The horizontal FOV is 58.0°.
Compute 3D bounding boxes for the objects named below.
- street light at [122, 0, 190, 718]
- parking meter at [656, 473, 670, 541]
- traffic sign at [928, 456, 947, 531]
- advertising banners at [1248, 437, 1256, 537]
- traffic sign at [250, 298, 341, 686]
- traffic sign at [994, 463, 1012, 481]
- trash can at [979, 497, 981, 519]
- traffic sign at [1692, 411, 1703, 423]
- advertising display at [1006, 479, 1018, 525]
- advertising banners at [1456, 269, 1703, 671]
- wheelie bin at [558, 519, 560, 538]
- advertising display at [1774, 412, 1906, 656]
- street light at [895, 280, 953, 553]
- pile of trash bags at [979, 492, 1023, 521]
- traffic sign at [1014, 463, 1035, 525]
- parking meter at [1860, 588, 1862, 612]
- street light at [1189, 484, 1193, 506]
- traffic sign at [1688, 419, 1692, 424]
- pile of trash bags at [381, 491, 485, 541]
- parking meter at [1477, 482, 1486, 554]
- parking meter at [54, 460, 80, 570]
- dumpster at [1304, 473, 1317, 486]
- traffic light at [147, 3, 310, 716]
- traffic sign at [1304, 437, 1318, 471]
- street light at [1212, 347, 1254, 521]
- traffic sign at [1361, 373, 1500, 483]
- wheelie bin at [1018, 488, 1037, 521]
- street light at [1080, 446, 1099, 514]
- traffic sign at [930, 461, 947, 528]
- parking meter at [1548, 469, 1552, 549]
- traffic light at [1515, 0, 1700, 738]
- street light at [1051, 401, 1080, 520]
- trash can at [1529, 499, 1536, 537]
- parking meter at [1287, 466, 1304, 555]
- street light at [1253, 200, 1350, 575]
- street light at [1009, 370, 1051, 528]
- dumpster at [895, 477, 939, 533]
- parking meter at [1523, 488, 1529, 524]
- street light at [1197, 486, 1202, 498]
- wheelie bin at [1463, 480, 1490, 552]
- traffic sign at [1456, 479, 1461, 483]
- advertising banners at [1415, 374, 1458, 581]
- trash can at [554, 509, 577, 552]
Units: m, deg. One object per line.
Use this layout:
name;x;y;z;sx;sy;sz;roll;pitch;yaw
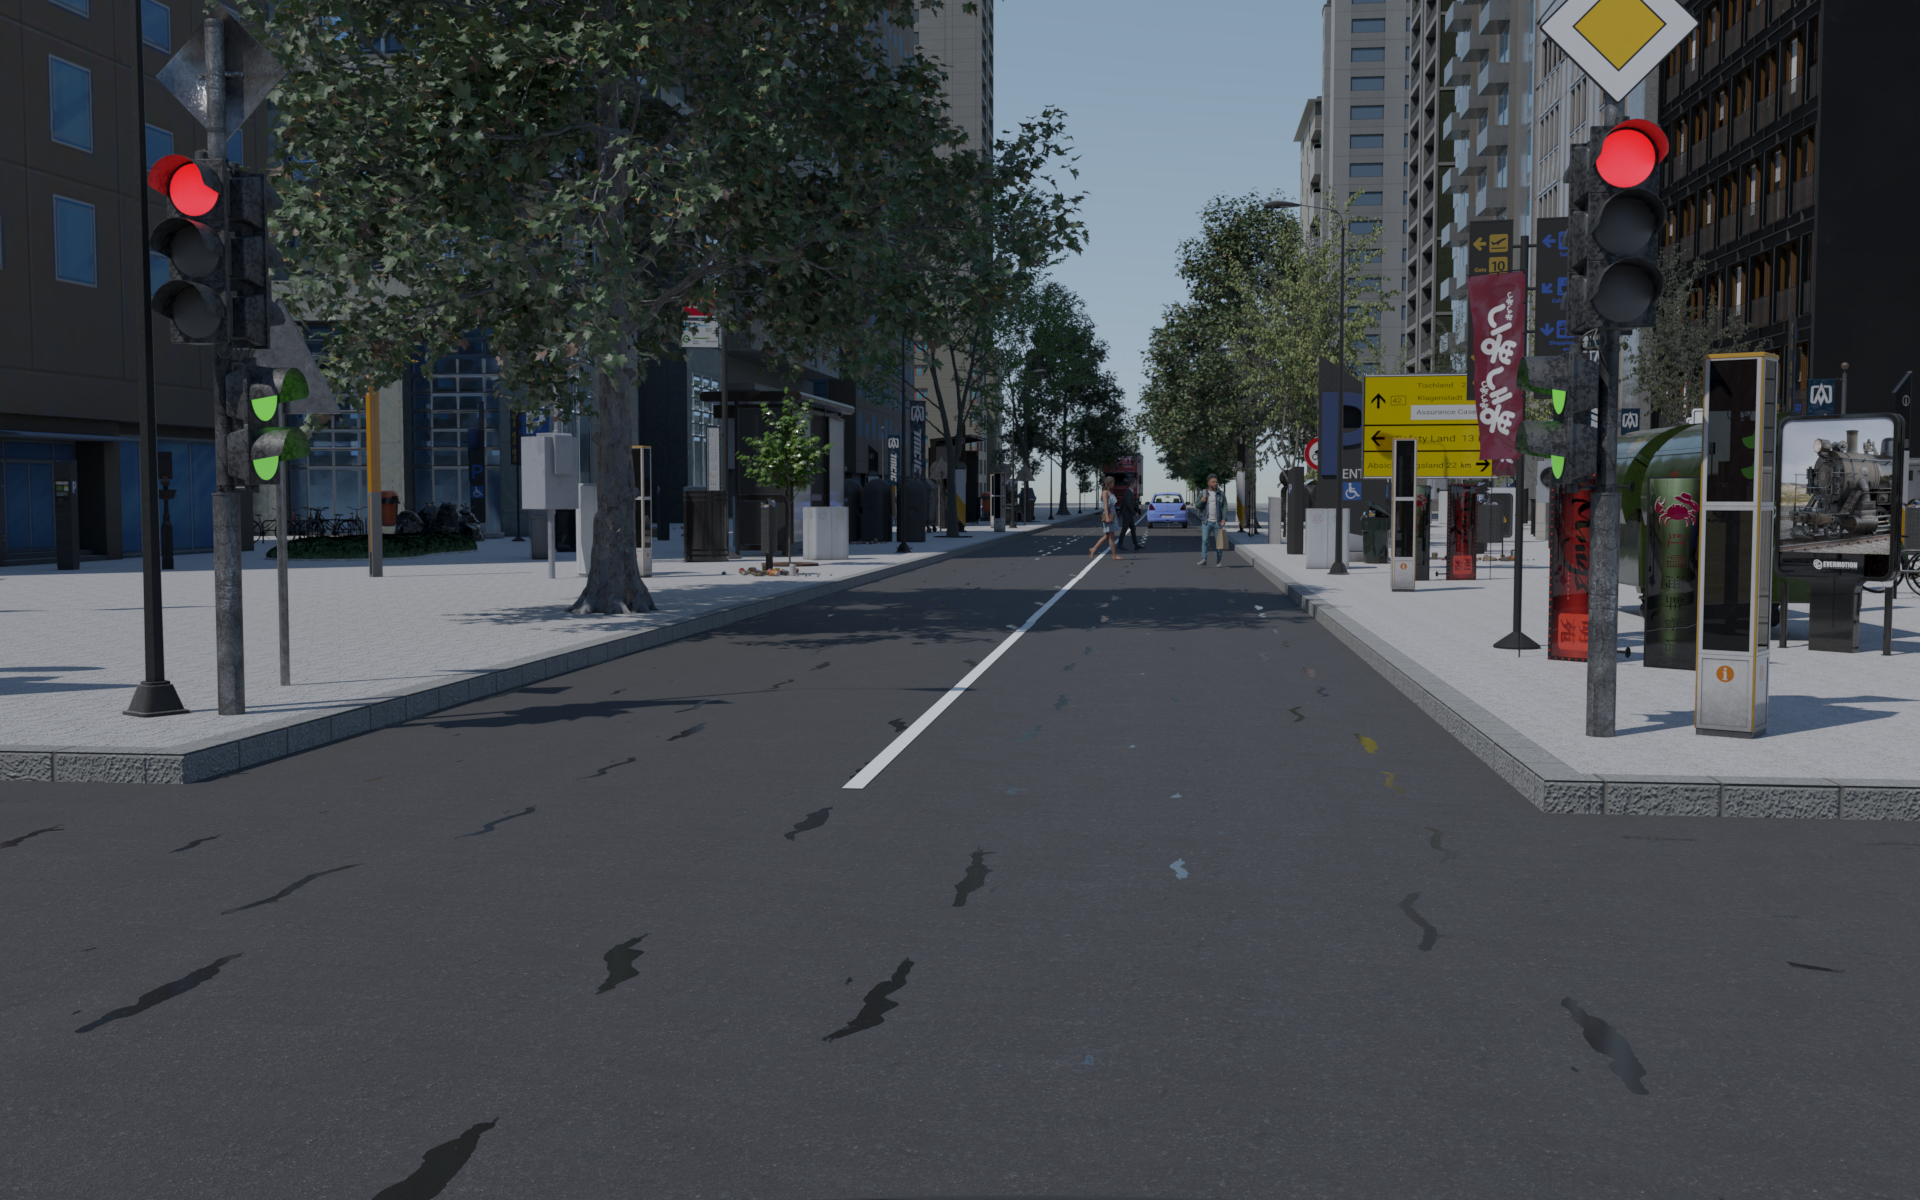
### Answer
street light;-4.154;-2.282;9.854;1.470;5.913;1.316;0;4;7
parking meter;-8.215;-2.581;47.908;0.255;1.863;0.399;-2;4;-29
traffic sign;-0.663;-3.633;59.409;0.884;2.594;0.081;1;4;12
advertising banners;8.911;-3.456;52.696;0.090;3.025;2.074;1;4;15
traffic sign;-4.519;-0.705;11.526;0.884;2.594;0.081;1;4;15
traffic sign;1.758;-4.351;71.247;0.768;2.556;0.104;1;4;11
trash can;0.719;-4.486;85.007;0.748;1.137;0.748;0;3;0
traffic sign;9.083;-1.141;20.793;0.606;2.300;0.079;1;4;15
advertising display;1.937;-4.108;72.385;0.974;1.923;0.123;-1;4;-14
advertising banners;4.743;-1.036;13.132;0.090;3.025;2.074;-3;5;-42
wheelie bin;-10.878;-2.315;45.763;0.980;1.594;0.693;0;4;6
advertising display;7.113;-0.540;14.049;0.123;1.923;0.974;-3;4;-36
street light;-0.696;-3.981;37.630;1.470;5.913;1.316;0;4;7
pile of trash bags;1.767;-4.396;81.627;1.912;1.369;3.447;1;4;21
traffic sign;2.676;-4.375;71.543;0.884;2.594;0.081;1;4;8
parking meter;9.616;-0.802;18.826;0.399;1.863;0.255;-2;4;-29
street light;14.659;-8.047;104.103;1.470;5.913;1.316;0;4;7
traffic sign;10.030;-1.290;23.218;0.606;2.300;0.079;1;4;14
pile of trash bags;-14.197;-2.200;45.730;1.912;1.369;3.447;1;4;18
parking meter;11.052;-1.754;37.095;0.372;1.533;0.369;0;3;0
parking meter;-15.082;-1.439;29.246;0.255;1.863;0.399;0;4;-8
dumpster;17.085;-4.915;82.855;1.502;2.255;1.985;0;4;7
traffic light;-4.228;-1.288;9.972;0.839;4.253;0.868;0;4;7
traffic sign;7.972;-2.330;38.208;0.768;2.556;0.104;1;4;13
street light;8.810;-5.040;54.948;1.470;5.913;1.316;0;4;7
traffic sign;7.929;-2.162;29.227;2.265;3.308;0.079;1;4;12
wheelie bin;3.207;-4.650;83.938;0.980;1.594;0.693;-1;4;-23
street light;8.450;-8.654;114.030;1.470;5.913;1.316;0;4;7
traffic sign;-0.777;-3.988;65.303;0.768;2.556;0.104;1;4;14
parking meter;14.030;-2.135;40.611;0.399;1.863;0.255;-2;4;-29
traffic light;3.381;-1.233;9.079;0.839;4.253;0.868;0;4;7
street light;5.098;-6.968;86.474;1.470;5.913;1.316;0;4;7
trash can;17.514;-2.478;52.171;0.748;1.137;0.748;0;3;0
parking meter;7.123;-1.900;36.772;0.255;1.863;0.399;-1;4;-10
street light;5.500;-3.362;27.515;1.470;5.913;1.316;0;4;7
street light;2.529;-5.641;64.768;1.470;5.913;1.316;0;4;7
dumpster;-1.447;-3.175;57.672;1.264;1.857;1.865;0;4;7
parking meter;24.390;-4.067;74.909;0.372;1.533;0.369;0;3;0
street light;12.099;-6.738;82.712;1.470;5.913;1.316;0;4;7
wheelie bin;11.382;-1.871;38.507;0.693;1.594;0.980;-1;4;-20
traffic sign;8.700;-1.841;30.214;0.768;2.556;0.104;1;4;14
advertising banners;7.419;-1.802;25.649;2.074;3.025;0.090;-1;4;-14
trash can;-8.722;-1.634;38.374;0.748;1.137;0.748;0;3;0
